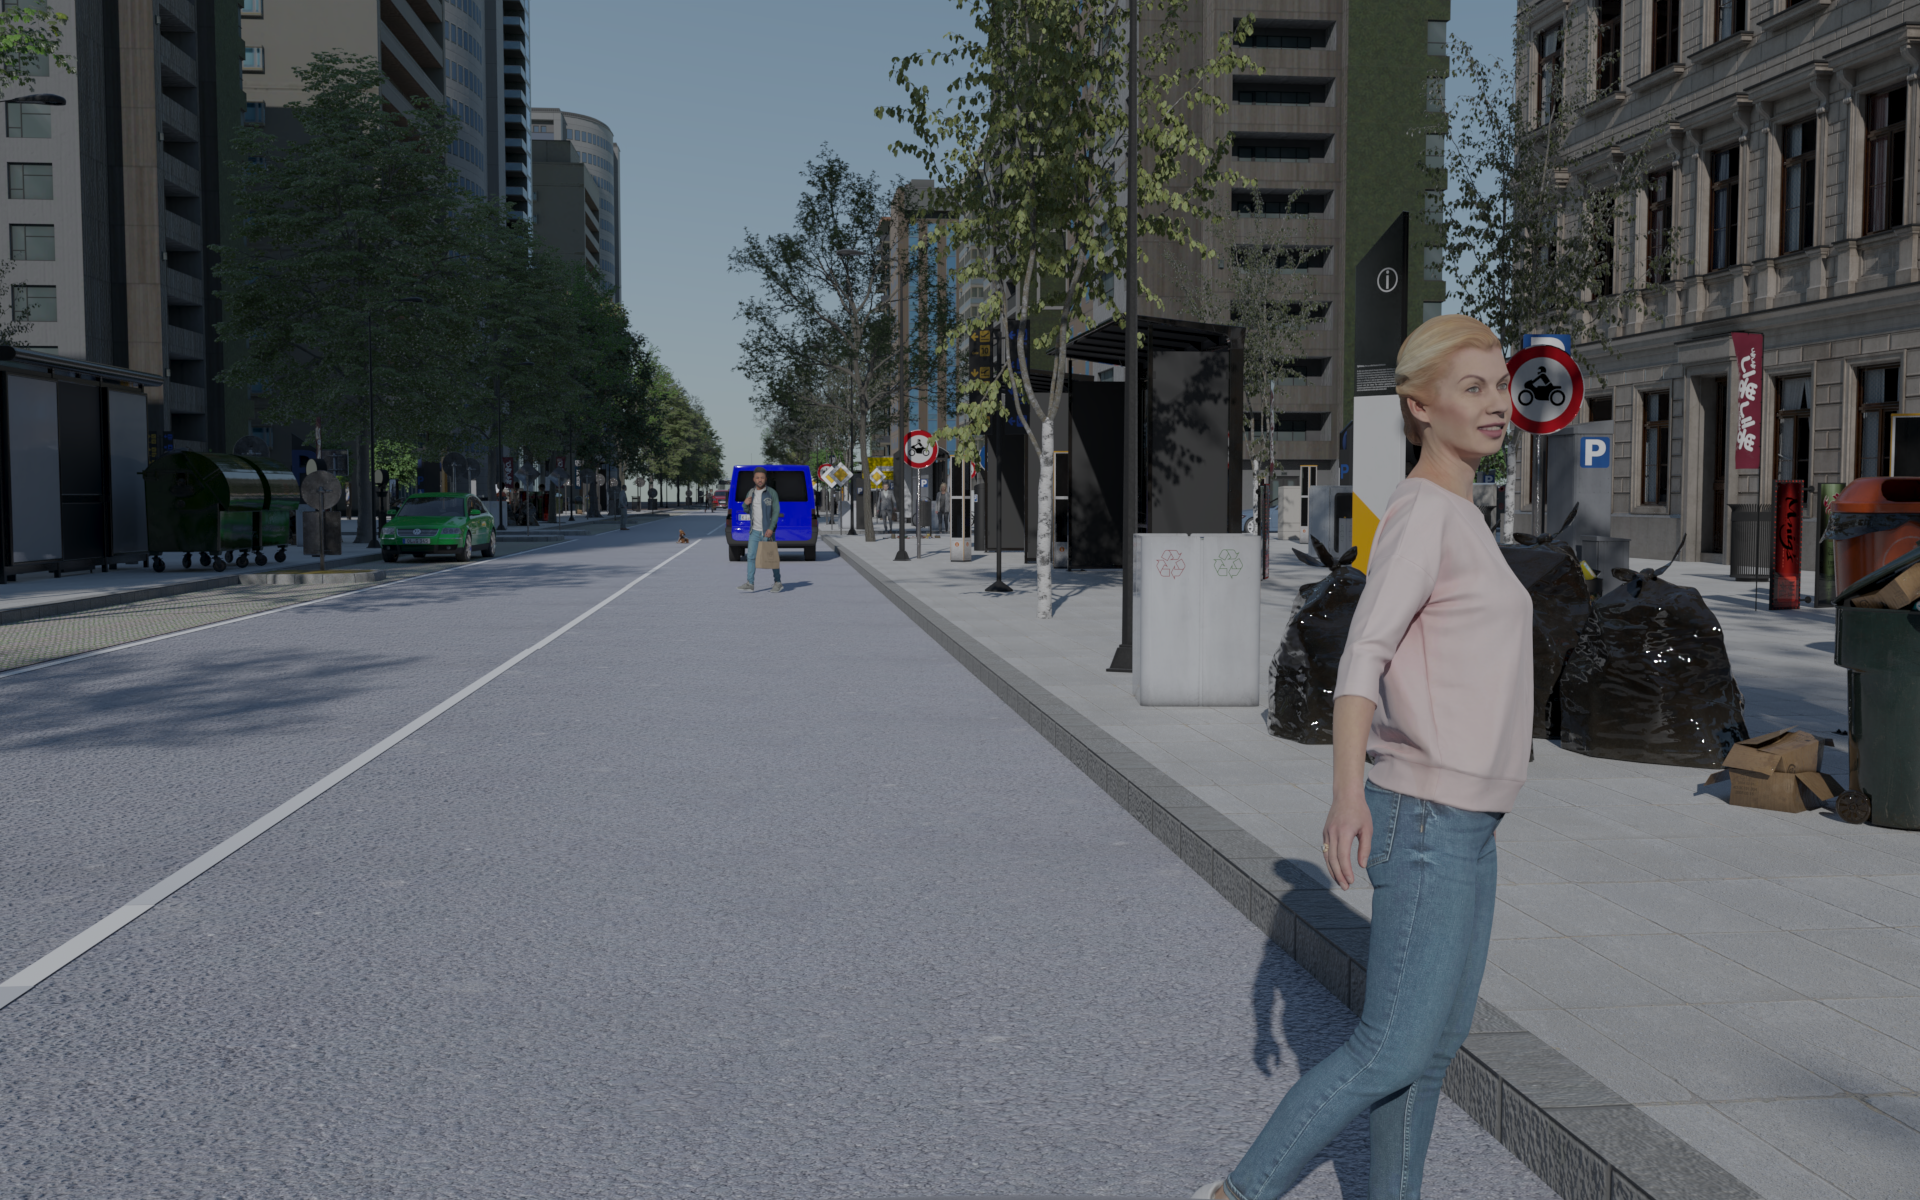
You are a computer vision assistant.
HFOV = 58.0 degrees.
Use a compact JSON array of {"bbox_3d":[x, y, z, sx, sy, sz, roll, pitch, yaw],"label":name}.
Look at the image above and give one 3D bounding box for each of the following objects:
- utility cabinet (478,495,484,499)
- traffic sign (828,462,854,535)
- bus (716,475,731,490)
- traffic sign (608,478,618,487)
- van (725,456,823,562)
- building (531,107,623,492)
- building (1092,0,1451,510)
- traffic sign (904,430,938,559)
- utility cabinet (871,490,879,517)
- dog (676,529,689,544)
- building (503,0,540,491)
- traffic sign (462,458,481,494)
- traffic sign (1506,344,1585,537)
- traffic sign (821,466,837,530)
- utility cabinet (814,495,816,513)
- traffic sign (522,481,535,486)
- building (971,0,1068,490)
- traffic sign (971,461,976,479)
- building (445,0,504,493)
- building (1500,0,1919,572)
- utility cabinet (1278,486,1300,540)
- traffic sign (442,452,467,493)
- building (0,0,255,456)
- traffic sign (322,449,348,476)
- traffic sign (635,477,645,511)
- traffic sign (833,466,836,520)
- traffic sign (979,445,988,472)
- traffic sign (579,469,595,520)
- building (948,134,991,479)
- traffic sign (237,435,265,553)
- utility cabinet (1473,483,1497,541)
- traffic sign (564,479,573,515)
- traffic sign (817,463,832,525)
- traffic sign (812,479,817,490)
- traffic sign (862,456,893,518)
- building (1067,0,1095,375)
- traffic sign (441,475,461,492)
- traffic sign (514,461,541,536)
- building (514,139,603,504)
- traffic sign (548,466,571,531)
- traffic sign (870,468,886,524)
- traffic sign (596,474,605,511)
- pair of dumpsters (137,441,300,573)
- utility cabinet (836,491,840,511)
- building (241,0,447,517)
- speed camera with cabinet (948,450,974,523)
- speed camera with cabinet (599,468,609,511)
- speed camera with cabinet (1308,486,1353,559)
[{"bbox_3d":[-32.591,-6.527,117.874,0.306,1.237,1.020,-1,4,-9],"label":"utility cabinet"},{"bbox_3d":[-3.708,-3.074,53.903,0.795,2.450,0.064,0,4,-6],"label":"traffic sign"},{"bbox_3d":[-25.610,-12.211,194.516,2.948,3.499,13.247,0,4,-5],"label":"bus"},{"bbox_3d":[-27.064,-8.257,135.104,0.768,2.556,0.104,0,4,1],"label":"traffic sign"},{"bbox_3d":[-4.154,-2.088,38.517,2.240,2.365,5.245,0,4,-5],"label":"van"},{"bbox_3d":[-63.378,-44.157,263.969,21.231,58.520,28.212,0,4,-6],"label":"building"},{"bbox_3d":[14.582,-19.157,84.922,14.107,30.474,14.160,0,4,-6],"label":"building"},{"bbox_3d":[-0.816,-2.094,34.336,0.768,2.556,0.104,0,4,-5],"label":"traffic sign"},{"bbox_3d":[-5.057,-5.285,95.081,1.173,1.500,0.318,0,4,3],"label":"utility cabinet"},{"bbox_3d":[-8.121,-1.845,50.366,0.550,0.427,0.748,1,4,13],"label":"dog"},{"bbox_3d":[-54.353,-52.731,174.826,22.319,86.520,31.000,0,4,-6],"label":"building"},{"bbox_3d":[-17.313,-3.738,61.215,0.768,2.556,0.104,0,4,0],"label":"traffic sign"},{"bbox_3d":[4.941,-0.900,14.827,0.768,2.556,0.104,0,4,-6],"label":"traffic sign"},{"bbox_3d":[-4.578,-3.560,61.840,0.795,2.450,0.064,0,4,-6],"label":"traffic sign"},{"bbox_3d":[-9.788,-6.222,112.895,0.306,1.237,1.020,2,4,29],"label":"utility cabinet"},{"bbox_3d":[-21.604,-5.176,86.762,0.606,2.300,0.079,0,4,-4],"label":"traffic sign"},{"bbox_3d":[11.516,-42.154,127.466,20.563,71.187,20.611,0,4,-6],"label":"building"},{"bbox_3d":[0.223,-3.850,63.046,0.768,2.556,0.104,0,4,2],"label":"traffic sign"},{"bbox_3d":[-51.027,-36.913,145.530,21.231,58.520,28.212,0,4,-6],"label":"building"},{"bbox_3d":[18.456,-10.234,31.951,10.561,19.102,19.286,0,4,-6],"label":"building"},{"bbox_3d":[9.437,-2.418,48.213,1.173,1.500,0.318,-1,4,-19],"label":"utility cabinet"},{"bbox_3d":[-15.324,-3.206,52.530,0.768,2.556,0.104,0,4,1],"label":"traffic sign"},{"bbox_3d":[-41.519,-18.761,78.446,14.160,30.474,14.107,0,4,-6],"label":"building"},{"bbox_3d":[-14.308,-2.296,39.670,0.606,2.300,0.079,0,4,2],"label":"traffic sign"},{"bbox_3d":[-23.872,-7.903,129.314,0.768,2.556,0.104,0,4,-3],"label":"traffic sign"},{"bbox_3d":[-5.684,-4.732,77.476,0.768,2.556,0.104,0,4,1],"label":"traffic sign"},{"bbox_3d":[0.838,-2.571,42.141,0.768,2.556,0.104,0,3,0],"label":"traffic sign"},{"bbox_3d":[-18.629,-5.287,86.542,0.768,2.556,0.104,0,4,-5],"label":"traffic sign"},{"bbox_3d":[12.772,-30.404,188.990,32.217,40.220,23.993,0,4,-6],"label":"building"},{"bbox_3d":[-15.366,-2.292,37.576,0.768,2.556,0.104,0,4,-4],"label":"traffic sign"},{"bbox_3d":[10.156,-1.602,34.869,1.173,1.500,0.318,2,4,31],"label":"utility cabinet"},{"bbox_3d":[-24.515,-6.587,107.697,0.884,2.594,0.081,0,4,-2],"label":"traffic sign"},{"bbox_3d":[-5.552,-4.411,72.220,0.768,2.556,0.104,0,4,3],"label":"traffic sign"},{"bbox_3d":[-9.649,-6.908,114.129,0.795,2.450,0.064,0,4,3],"label":"traffic sign"},{"bbox_3d":[-4.178,-6.091,93.454,2.265,3.308,0.079,0,4,2],"label":"traffic sign"},{"bbox_3d":[14.435,-27.704,103.065,14.600,45.320,14.200,0,4,-6],"label":"building"},{"bbox_3d":[-22.551,-4.693,76.727,0.884,2.594,0.081,0,4,1],"label":"traffic sign"},{"bbox_3d":[-13.197,-3.012,52.886,0.795,2.450,0.064,0,4,-6],"label":"traffic sign"},{"bbox_3d":[-61.461,-37.662,239.475,21.300,48.544,21.600,0,4,-6],"label":"building"},{"bbox_3d":[-14.068,-3.497,60.824,0.795,2.450,0.064,0,4,-6],"label":"traffic sign"},{"bbox_3d":[-3.615,-4.539,75.404,0.795,2.450,0.064,0,4,-3],"label":"traffic sign"},{"bbox_3d":[-22.793,-6.683,109.372,0.768,2.556,0.104,0,4,-4],"label":"traffic sign"},{"bbox_3d":[-12.898,-1.699,30.274,1.574,2.255,4.437,0,4,-6],"label":"pair of dumpsters"},{"bbox_3d":[-9.315,-7.431,130.173,0.318,1.500,1.173,-3,5,-41],"label":"utility cabinet"},{"bbox_3d":[-44.401,-29.532,106.547,21.300,48.544,21.600,0,4,-6],"label":"building"},{"bbox_3d":[0.494,-5.074,77.295,2.038,3.252,0.660,2,4,33],"label":"speed camera with cabinet"},{"bbox_3d":[-26.754,-8.413,131.890,2.038,3.252,0.660,2,4,26],"label":"speed camera with cabinet"},{"bbox_3d":[7.882,-2.469,34.697,2.038,3.252,0.660,-3,4,-37],"label":"speed camera with cabinet"}]
